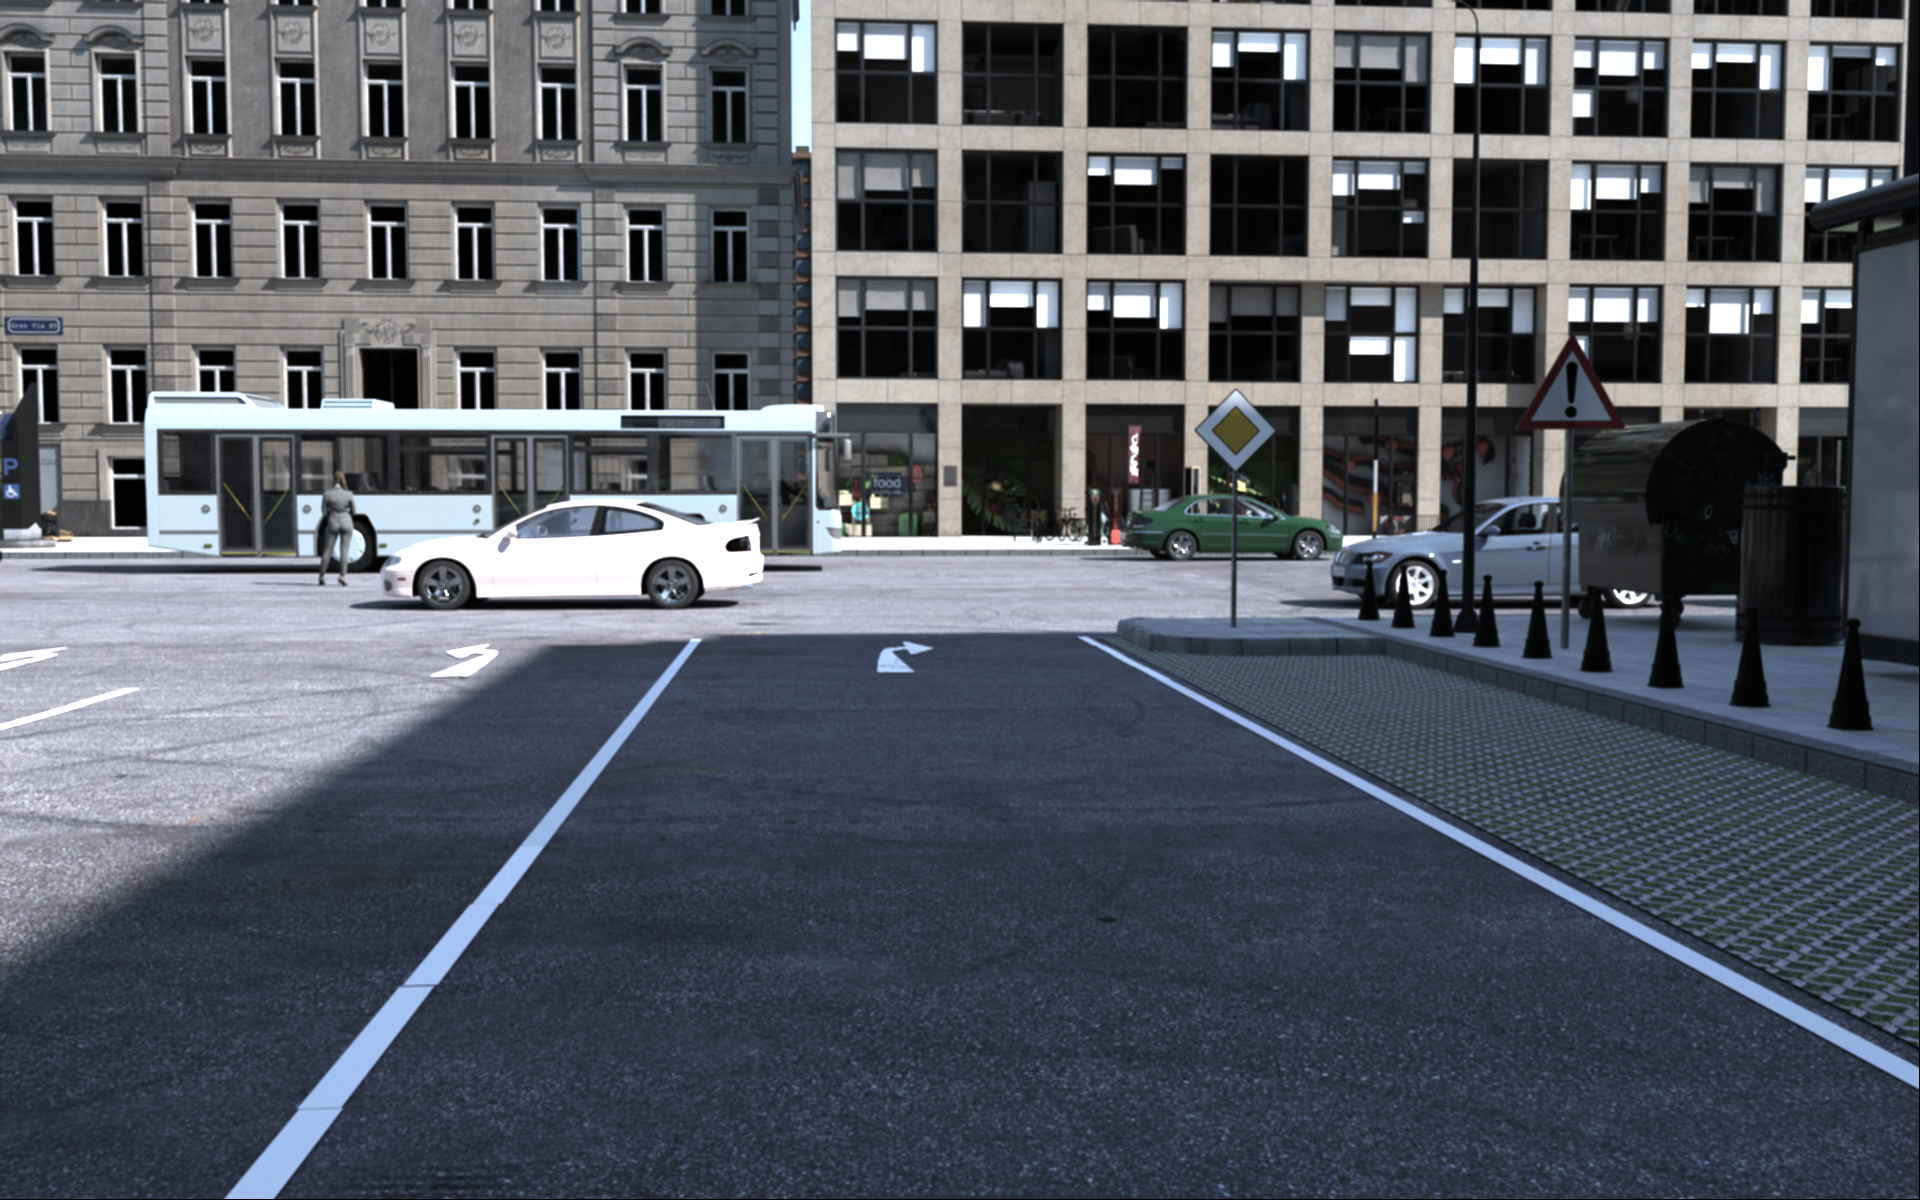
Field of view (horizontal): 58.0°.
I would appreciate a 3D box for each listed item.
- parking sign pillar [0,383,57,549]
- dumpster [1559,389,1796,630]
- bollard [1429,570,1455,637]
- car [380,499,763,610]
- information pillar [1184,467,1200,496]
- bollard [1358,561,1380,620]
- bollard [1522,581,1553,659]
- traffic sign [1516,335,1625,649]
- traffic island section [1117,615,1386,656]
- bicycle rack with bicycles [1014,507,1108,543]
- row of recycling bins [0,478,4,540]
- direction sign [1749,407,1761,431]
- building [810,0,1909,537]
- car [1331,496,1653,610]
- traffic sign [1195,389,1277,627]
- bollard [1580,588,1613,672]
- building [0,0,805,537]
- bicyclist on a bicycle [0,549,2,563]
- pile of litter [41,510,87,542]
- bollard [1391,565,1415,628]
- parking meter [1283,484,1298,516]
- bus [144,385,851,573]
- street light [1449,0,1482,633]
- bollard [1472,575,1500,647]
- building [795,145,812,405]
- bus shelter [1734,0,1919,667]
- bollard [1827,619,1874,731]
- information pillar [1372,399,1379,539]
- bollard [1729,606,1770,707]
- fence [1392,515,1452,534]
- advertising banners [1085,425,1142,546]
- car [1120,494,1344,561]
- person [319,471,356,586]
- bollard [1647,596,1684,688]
[{"bbox_3d":[-22.391,-3.230,41.280,1.447,3.967,1.447,-1,4,-10],"label":"parking sign pillar"},{"bbox_3d":[7.010,-0.888,17.011,1.502,2.255,1.985,0,4,-5],"label":"dumpster"},{"bbox_3d":[4.353,0.026,15.622,0.229,0.601,0.229,0,3,0],"label":"bollard"},{"bbox_3d":[-4.956,-0.606,22.273,4.827,1.381,2.083,0,4,-3],"label":"car"},{"bbox_3d":[6.290,-2.602,47.028,0.304,2.012,0.304,-3,5,-40],"label":"information pillar"},{"bbox_3d":[4.180,-0.100,17.680,0.229,0.601,0.229,0,3,0],"label":"bollard"},{"bbox_3d":[4.531,0.151,13.577,0.229,0.601,0.229,0,3,0],"label":"bollard"},{"bbox_3d":[5.015,-0.874,14.288,0.884,2.594,0.081,0,3,0],"label":"traffic sign"},{"bbox_3d":[2.653,0.342,16.696,2.009,0.180,2.903,0,4,-5],"label":"traffic island section"},{"bbox_3d":[2.677,-2.046,46.827,2.852,0.926,2.925,-1,4,-17],"label":"bicycle rack with bicycles"},{"bbox_3d":[-24.652,-2.148,42.231,1.069,1.692,3.534,1,4,18],"label":"row of recycling bins"},{"bbox_3d":[20.910,-3.281,45.649,0.379,3.537,0.876,1,4,9],"label":"direction sign"},{"bbox_3d":[11.789,-15.702,61.238,34.151,26.468,19.350,0,4,-5],"label":"building"},{"bbox_3d":[7.057,-0.631,22.312,4.499,1.417,2.014,0,4,-4],"label":"car"},{"bbox_3d":[2.631,-0.794,16.617,0.795,2.450,0.064,0,4,-5],"label":"traffic sign"},{"bbox_3d":[4.618,0.214,12.550,0.229,0.601,0.229,0,3,0],"label":"bollard"},{"bbox_3d":[-17.578,-15.880,56.899,25.104,27.353,12.463,0,4,-5],"label":"building"},{"bbox_3d":[-18.378,-1.326,31.709,1.625,1.676,1.499,0,4,-3],"label":"bicyclist on a bicycle"},{"bbox_3d":[-24.183,-1.970,46.180,1.719,0.858,1.176,-2,4,-28],"label":"pile of litter"},{"bbox_3d":[4.267,-0.038,16.657,0.229,0.601,0.229,0,3,0],"label":"bollard"},{"bbox_3d":[8.514,-2.215,44.620,0.372,1.533,0.369,0,3,0],"label":"parking meter"},{"bbox_3d":[-8.007,-2.309,32.616,13.247,3.499,2.948,0,4,-5],"label":"bus"},{"bbox_3d":[4.187,-2.652,15.907,1.470,5.913,1.316,0,4,-5],"label":"street light"},{"bbox_3d":[4.443,0.088,14.599,0.229,0.601,0.229,0,3,0],"label":"bollard"},{"bbox_3d":[-22.981,-34.590,220.168,28.867,44.769,22.147,0,4,-5],"label":"building"},{"bbox_3d":[7.270,-2.036,10.914,2.179,5.291,8.768,0,4,-5],"label":"bus shelter"},{"bbox_3d":[4.881,0.401,9.479,0.229,0.601,0.229,0,3,0],"label":"bollard"},{"bbox_3d":[10.170,-3.122,42.396,0.183,3.616,0.504,1,4,11],"label":"information pillar"},{"bbox_3d":[4.797,0.339,10.502,0.229,0.601,0.229,0,3,0],"label":"bollard"},{"bbox_3d":[13.023,-2.029,48.554,2.069,0.683,0.278,3,5,40],"label":"fence"},{"bbox_3d":[3.869,-2.887,43.390,2.074,3.025,0.090,-3,5,-42],"label":"advertising banners"},{"bbox_3d":[5.974,-1.599,37.943,4.920,1.459,2.131,0,4,-7],"label":"car"},{"bbox_3d":[-9.746,-1.120,27.086,0.520,1.790,0.573,-2,4,-34],"label":"person"},{"bbox_3d":[4.704,0.276,11.527,0.229,0.601,0.229,0,3,0],"label":"bollard"}]
